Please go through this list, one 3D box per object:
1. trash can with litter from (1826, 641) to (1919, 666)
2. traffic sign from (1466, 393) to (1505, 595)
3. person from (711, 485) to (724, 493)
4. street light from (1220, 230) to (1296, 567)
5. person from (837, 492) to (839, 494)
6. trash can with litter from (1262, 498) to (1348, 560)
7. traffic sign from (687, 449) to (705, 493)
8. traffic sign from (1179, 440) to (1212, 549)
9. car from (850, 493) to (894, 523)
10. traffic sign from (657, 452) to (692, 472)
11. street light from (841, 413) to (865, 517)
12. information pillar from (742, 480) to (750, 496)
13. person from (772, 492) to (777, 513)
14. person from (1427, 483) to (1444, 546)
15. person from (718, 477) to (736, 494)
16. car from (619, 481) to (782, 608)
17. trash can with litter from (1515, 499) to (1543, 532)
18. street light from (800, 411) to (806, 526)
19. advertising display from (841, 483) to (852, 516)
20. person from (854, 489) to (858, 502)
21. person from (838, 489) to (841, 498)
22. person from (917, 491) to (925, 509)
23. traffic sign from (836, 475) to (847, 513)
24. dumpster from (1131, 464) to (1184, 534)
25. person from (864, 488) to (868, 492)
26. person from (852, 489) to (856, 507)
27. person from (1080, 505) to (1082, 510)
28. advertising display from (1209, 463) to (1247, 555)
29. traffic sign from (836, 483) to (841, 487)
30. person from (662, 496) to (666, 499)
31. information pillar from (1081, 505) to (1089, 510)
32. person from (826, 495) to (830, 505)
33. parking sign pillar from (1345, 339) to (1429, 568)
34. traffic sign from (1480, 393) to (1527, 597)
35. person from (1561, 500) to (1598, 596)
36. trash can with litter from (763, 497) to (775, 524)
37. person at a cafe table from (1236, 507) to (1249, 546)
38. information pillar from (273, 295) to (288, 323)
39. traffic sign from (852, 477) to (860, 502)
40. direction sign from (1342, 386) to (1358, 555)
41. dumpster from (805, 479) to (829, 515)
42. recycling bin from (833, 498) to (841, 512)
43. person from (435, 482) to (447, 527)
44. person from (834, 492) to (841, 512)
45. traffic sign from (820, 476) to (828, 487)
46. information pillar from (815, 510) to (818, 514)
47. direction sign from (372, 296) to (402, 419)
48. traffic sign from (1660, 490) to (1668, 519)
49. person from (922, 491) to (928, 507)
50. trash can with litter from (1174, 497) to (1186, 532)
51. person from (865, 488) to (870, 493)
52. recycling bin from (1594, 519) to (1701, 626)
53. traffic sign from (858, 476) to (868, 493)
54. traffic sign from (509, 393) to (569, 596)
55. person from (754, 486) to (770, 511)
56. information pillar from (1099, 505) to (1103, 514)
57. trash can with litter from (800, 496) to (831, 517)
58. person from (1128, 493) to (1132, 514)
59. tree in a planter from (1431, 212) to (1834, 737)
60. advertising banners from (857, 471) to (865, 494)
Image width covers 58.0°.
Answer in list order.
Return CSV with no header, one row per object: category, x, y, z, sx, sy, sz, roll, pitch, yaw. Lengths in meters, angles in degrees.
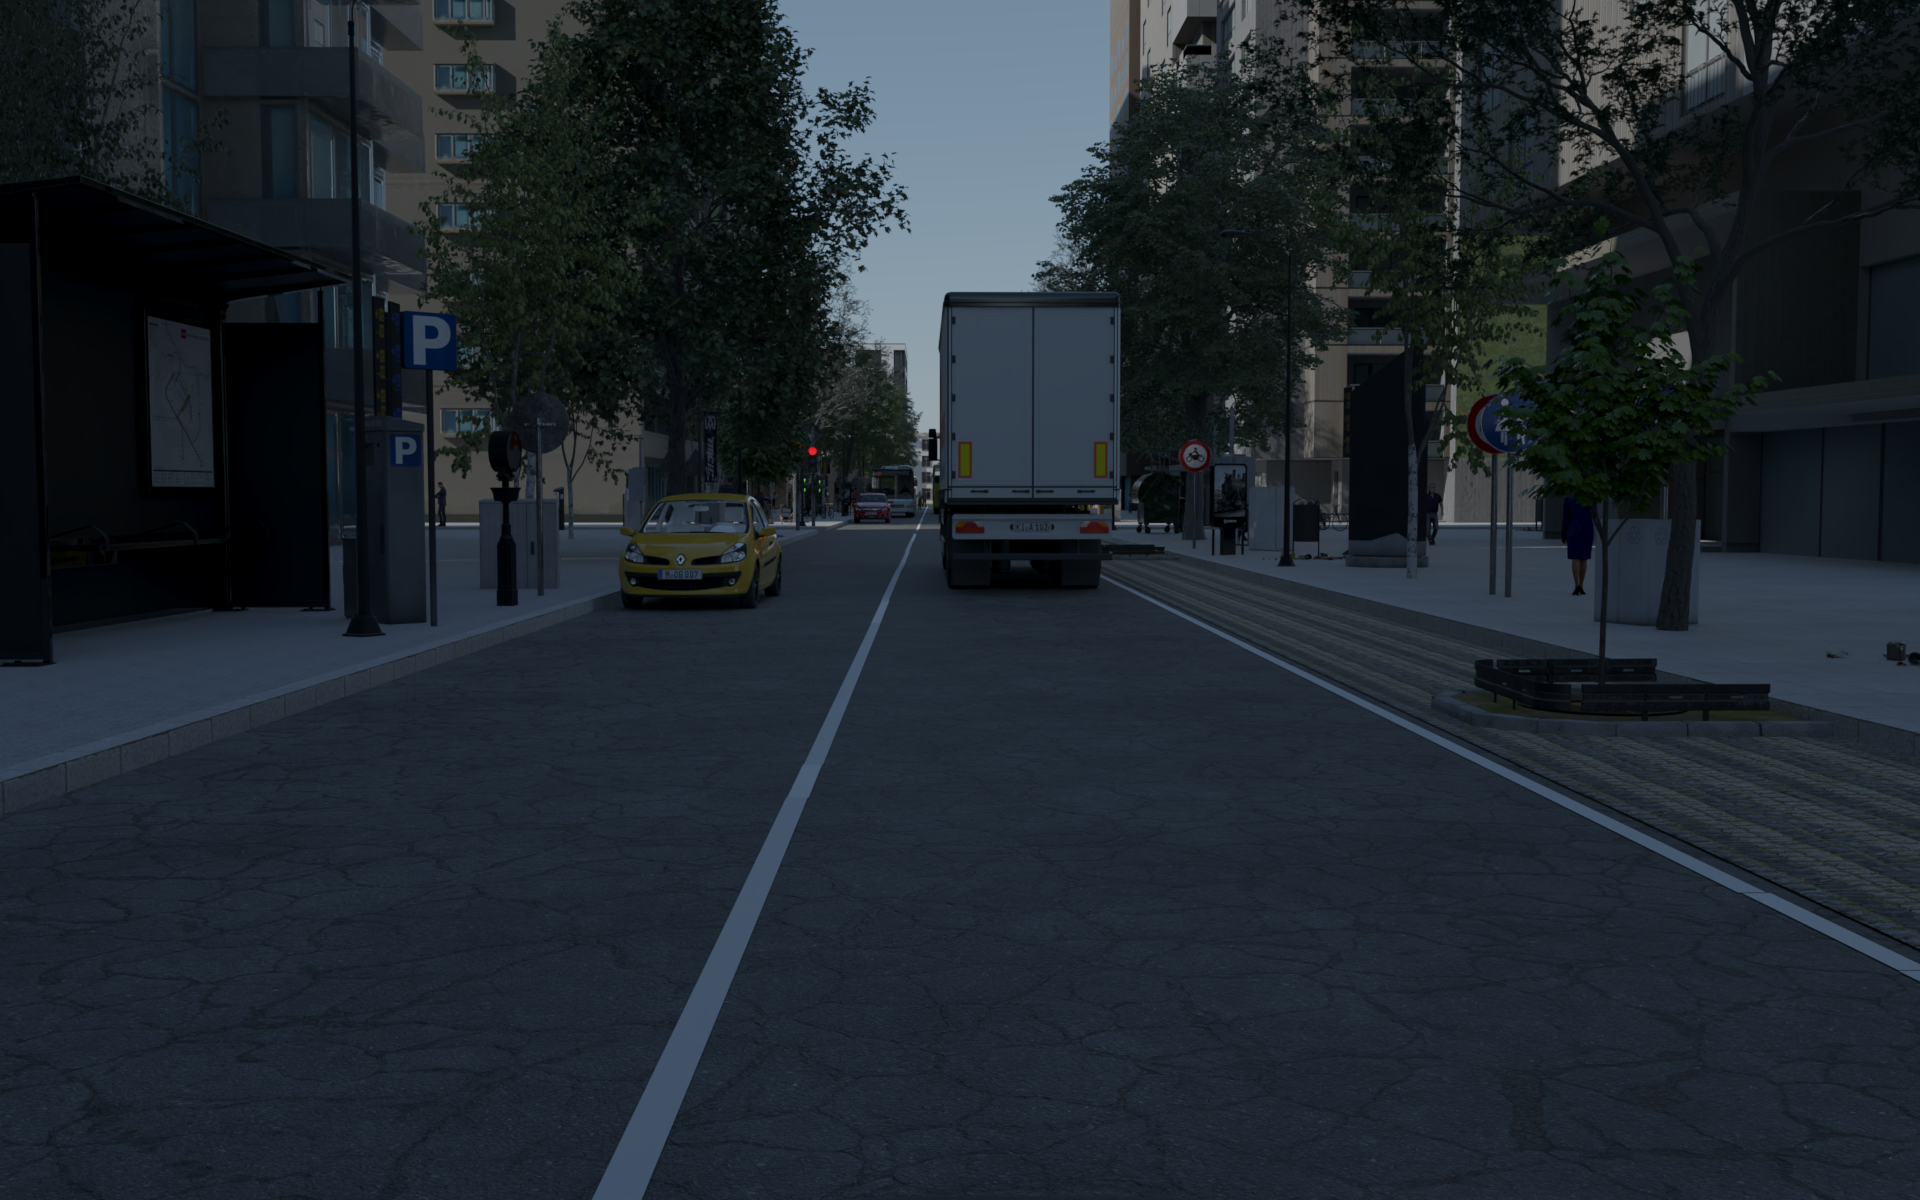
trash can with litter,7.623,-0.107,12.802,1.678,1.210,2.233,-2,4,-32
traffic sign,6.800,-1.342,22.041,0.768,2.556,0.104,0,4,1
person,-9.732,-3.819,69.939,0.566,1.644,0.517,2,4,34
street light,5.264,-3.552,30.620,1.470,5.913,1.316,0,4,-1
person,-13.727,-11.755,198.372,1.348,1.807,0.705,1,4,16
trash can with litter,7.147,-1.397,33.891,2.233,1.210,1.678,1,4,21
traffic sign,-7.537,-3.025,49.461,0.884,2.594,0.081,0,4,4
traffic sign,5.504,-2.478,40.621,0.768,2.556,0.104,0,4,1
car,-4.378,-4.745,86.619,2.155,1.783,4.494,0,4,-1
traffic sign,-7.038,-2.610,42.672,0.884,2.594,0.081,0,4,5
street light,-6.093,-7.720,98.764,1.470,5.913,1.316,0,4,-1
information pillar,-8.564,-3.946,69.014,0.304,2.012,0.304,0,4,6
person,-12.469,-6.522,115.866,0.799,1.438,0.628,3,4,37
person,11.812,-2.134,43.147,0.569,1.553,0.471,3,4,37
person,-6.674,-2.630,49.494,0.683,1.767,0.568,0,4,7
car,-3.381,-0.778,22.948,2.015,1.641,3.980,0,4,0
trash can with litter,20.029,-2.994,60.007,1.678,1.210,2.233,0,4,-3
street light,-5.733,-5.885,68.766,1.470,5.913,1.316,0,4,-1
advertising display,-6.760,-5.977,102.931,0.123,1.923,0.974,-3,4,-38
person,-12.597,-12.301,207.097,1.348,1.831,0.705,-1,4,-9
person,-12.116,-10.302,174.580,0.705,1.812,1.348,2,4,25
person,-3.708,-9.375,162.517,0.721,1.736,1.217,-3,5,-45
traffic sign,-7.851,-7.016,114.816,0.768,2.556,0.104,0,4,6
dumpster,6.453,-3.309,56.591,1.502,2.255,1.985,0,4,-1
person,-8.890,-9.708,164.400,1.348,1.869,0.705,0,4,-3
person,-10.405,-10.007,170.341,0.721,1.739,1.217,1,4,18
person,7.931,-6.290,112.789,0.340,1.345,0.435,0,4,2
advertising display,5.642,-1.909,36.425,0.974,1.923,0.123,-2,4,-35
traffic sign,-8.880,-7.905,129.354,0.768,2.556,0.104,0,4,1
person,-9.280,-2.862,55.112,0.388,1.546,0.482,0,4,4
information pillar,6.475,-6.020,89.780,0.504,3.616,0.183,-3,4,-36
person,-15.190,-11.813,199.058,0.599,1.838,0.709,2,4,34
parking sign pillar,7.574,-2.578,30.618,1.447,3.967,1.447,3,4,37
traffic sign,6.821,-1.307,21.479,0.768,2.556,0.104,0,4,6
person,7.879,-0.834,22.053,0.453,1.535,0.546,0,4,4
trash can with litter,-8.234,-3.791,73.364,0.624,1.170,1.055,1,4,10
person at a cafe table,7.291,-2.142,43.534,1.698,1.524,1.622,-2,4,-26
information pillar,-7.775,-1.746,19.903,0.183,3.616,0.504,-2,4,-30
traffic sign,-7.581,-7.782,127.337,0.768,2.556,0.104,0,4,4
direction sign,8.268,-2.722,36.495,0.379,3.537,0.876,-1,4,-13
dumpster,-8.819,-6.311,105.682,1.502,2.255,1.985,0,4,-1
recycling bin,-8.926,-7.040,127.658,0.722,1.027,0.722,-1,4,-22
person,-20.494,-3.770,68.124,0.568,1.767,0.683,-1,4,-10
person,-8.806,-7.026,124.158,0.421,1.427,0.697,2,4,28
traffic sign,-7.660,-5.780,96.636,0.606,2.300,0.079,0,4,8
information pillar,-9.423,-6.593,112.282,0.304,2.012,0.304,2,4,35
direction sign,-6.690,-1.731,20.296,0.379,3.537,0.876,0,4,1
traffic sign,8.108,-1.213,19.934,0.768,2.556,0.104,0,4,7
person,-3.885,-11.140,191.189,0.990,1.755,0.434,-2,4,-31
trash can with litter,7.416,-2.866,58.253,0.624,1.170,1.055,1,4,16
person,-7.503,-8.154,140.080,0.841,1.734,0.376,0,4,-8
recycling bin,6.838,-0.287,17.246,0.722,1.027,0.722,-2,4,-24
traffic sign,-6.967,-7.622,124.721,0.768,2.556,0.104,0,4,0
traffic sign,-5.294,-1.326,21.794,0.768,2.556,0.104,0,4,3
person,-6.483,-2.927,56.107,0.569,1.553,0.471,-2,4,-31
information pillar,5.582,-4.709,68.350,0.183,3.616,0.504,0,4,-4
trash can with litter,-8.103,-5.383,99.068,2.233,1.210,1.678,0,4,-4
person,11.271,-6.383,114.319,0.340,1.345,0.435,0,4,0
tree in a planter,4.129,-0.845,11.039,1.991,3.239,1.994,0,4,-1
advertising banners,-7.510,-8.289,131.717,0.090,3.025,2.074,-1,4,-22
